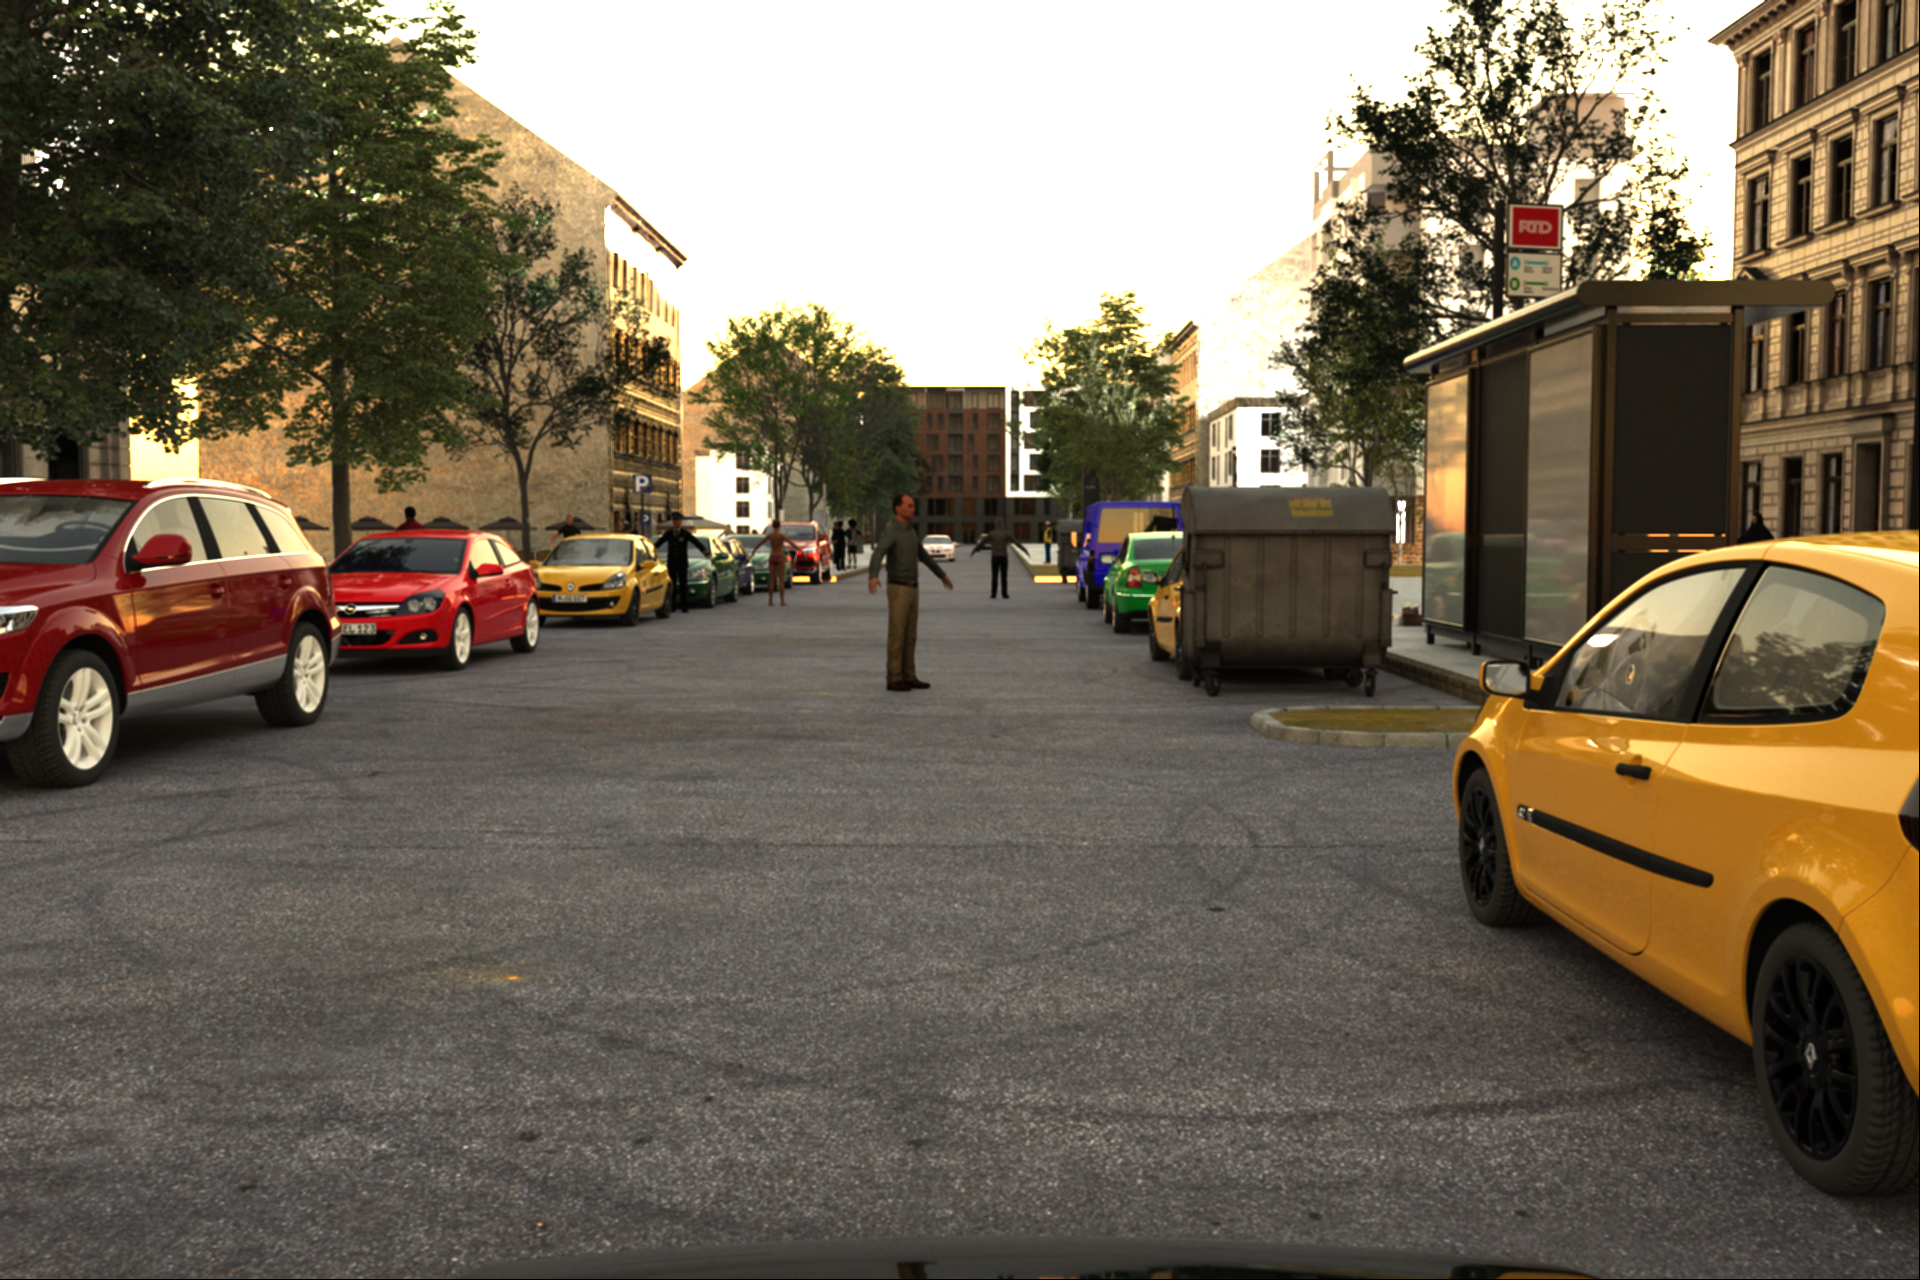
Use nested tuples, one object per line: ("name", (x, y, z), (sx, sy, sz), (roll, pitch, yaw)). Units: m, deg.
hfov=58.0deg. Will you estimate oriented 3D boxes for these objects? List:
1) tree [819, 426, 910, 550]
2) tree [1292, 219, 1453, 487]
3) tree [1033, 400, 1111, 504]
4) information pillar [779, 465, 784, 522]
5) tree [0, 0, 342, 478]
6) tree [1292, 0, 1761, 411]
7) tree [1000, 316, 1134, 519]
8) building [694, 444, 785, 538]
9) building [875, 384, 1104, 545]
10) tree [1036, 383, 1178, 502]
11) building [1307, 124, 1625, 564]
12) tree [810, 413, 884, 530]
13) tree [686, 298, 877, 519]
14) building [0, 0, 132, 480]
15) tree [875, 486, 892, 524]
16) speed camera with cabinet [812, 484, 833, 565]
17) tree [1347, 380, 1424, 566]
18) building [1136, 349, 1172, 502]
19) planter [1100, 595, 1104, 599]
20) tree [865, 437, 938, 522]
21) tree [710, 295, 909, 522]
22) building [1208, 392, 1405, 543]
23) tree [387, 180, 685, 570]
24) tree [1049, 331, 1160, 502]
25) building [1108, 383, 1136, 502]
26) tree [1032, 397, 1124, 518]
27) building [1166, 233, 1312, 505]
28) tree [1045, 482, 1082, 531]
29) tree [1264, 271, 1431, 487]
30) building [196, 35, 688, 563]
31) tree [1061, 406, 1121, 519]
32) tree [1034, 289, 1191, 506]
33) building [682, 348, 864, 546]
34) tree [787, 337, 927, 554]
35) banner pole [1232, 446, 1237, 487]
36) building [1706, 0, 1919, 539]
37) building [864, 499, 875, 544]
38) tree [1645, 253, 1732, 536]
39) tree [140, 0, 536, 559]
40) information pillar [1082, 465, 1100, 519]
("tree", (-7.118, -12.377, 136.775), (7.601, 10.594, 8.767), (3, 5, 41))
("tree", (9.863, -5.583, 41.644), (4.737, 8.622, 4.395), (0, 3, 0))
("tree", (8.069, -10.993, 114.153), (7.601, 10.594, 8.767), (-3, 5, -41))
("information pillar", (-6.044, -4.115, 58.643), (0.183, 3.616, 0.504), (0, 4, 2))
("tree", (-11.879, -6.984, 20.849), (9.857, 13.997, 8.962), (0, 3, 0))
("tree", (8.796, -5.689, 27.434), (7.601, 10.594, 8.767), (1, 4, 14))
("tree", (9.430, -17.948, 149.337), (12.611, 20.169, 13.585), (0, 3, 0))
("building", (-21.999, -14.122, 173.049), (9.099, 9.664, 28.070), (0, 4, 1))
("building", (4.033, -24.557, 247.940), (32.646, 21.610, 27.936), (0, 3, 0))
("tree", (8.463, -10.153, 100.419), (8.767, 10.594, 7.601), (1, 4, 9))
("building", (22.791, -14.078, 86.603), (16.016, 20.090, 11.380), (0, 4, 1))
("tree", (-6.714, -9.068, 98.623), (4.737, 8.622, 4.395), (0, 3, 0))
("tree", (-7.802, -9.141, 75.206), (9.928, 11.665, 9.643), (0, 3, 0))
("building", (-29.508, -12.002, 36.898), (13.314, 22.015, 24.055), (0, 4, 2))
("tree", (-6.134, -12.644, 157.094), (4.360, 8.622, 3.978), (0, 3, 0))
("speed camera with cabinet", (-5.460, -4.544, 68.637), (0.660, 3.252, 2.038), (0, 4, 3))
("tree", (17.848, -7.288, 69.515), (4.360, 8.622, 3.978), (0, 3, 0))
("building", (27.304, -18.813, 174.049), (16.747, 18.905, 31.486), (0, 4, 1))
("planter", (3.786, -1.081, 38.818), (1.991, 0.319, 1.994), (0, 4, 1))
("tree", (-5.916, -13.056, 147.885), (8.767, 10.594, 7.601), (0, 4, 6))
("tree", (-7.512, -10.883, 88.300), (12.009, 13.543, 11.850), (0, 3, 0))
("building", (21.431, -10.049, 106.453), (9.099, 9.664, 28.070), (0, 4, 1))
("tree", (-11.229, -6.774, 45.163), (8.767, 10.594, 7.601), (0, 4, 1))
("tree", (5.360, -6.873, 62.731), (4.360, 8.622, 3.978), (0, 3, 0))
("building", (26.927, -22.568, 199.916), (19.493, 23.208, 18.063), (0, 4, 1))
("tree", (9.107, -12.386, 128.274), (9.928, 11.665, 9.643), (0, 3, 0))
("building", (26.058, -18.323, 130.510), (19.493, 23.208, 18.063), (0, 4, 1))
("tree", (8.850, -11.477, 138.019), (4.737, 8.622, 4.395), (0, 3, 0))
("tree", (14.089, -7.711, 60.483), (7.601, 10.594, 8.767), (1, 4, 18))
("building", (-24.700, -15.600, 85.983), (19.493, 23.208, 18.063), (0, 4, 1))
("tree", (7.419, -8.695, 92.519), (4.737, 8.622, 4.395), (0, 3, 0))
("tree", (7.072, -9.933, 80.536), (7.486, 12.596, 7.792), (0, 3, 0))
("building", (-20.977, -22.478, 198.448), (19.493, 23.208, 18.063), (0, 4, 1))
("tree", (-6.686, -12.686, 114.075), (9.857, 13.997, 8.962), (0, 3, 0))
("banner pole", (7.816, -3.624, 49.263), (0.401, 3.779, 0.863), (0, 4, 1))
("building", (27.958, -11.020, 43.801), (10.561, 19.211, 19.286), (0, 4, 1))
("building", (-20.860, -23.822, 220.417), (19.493, 23.208, 18.063), (0, 4, 2))
("tree", (28.144, -9.180, 68.218), (7.486, 12.596, 7.792), (0, 3, 0))
("tree", (-12.156, -7.055, 33.481), (7.486, 12.596, 7.792), (0, 3, 0))
("information pillar", (4.963, -4.655, 65.493), (0.750, 3.857, 0.750), (0, 4, 1))
